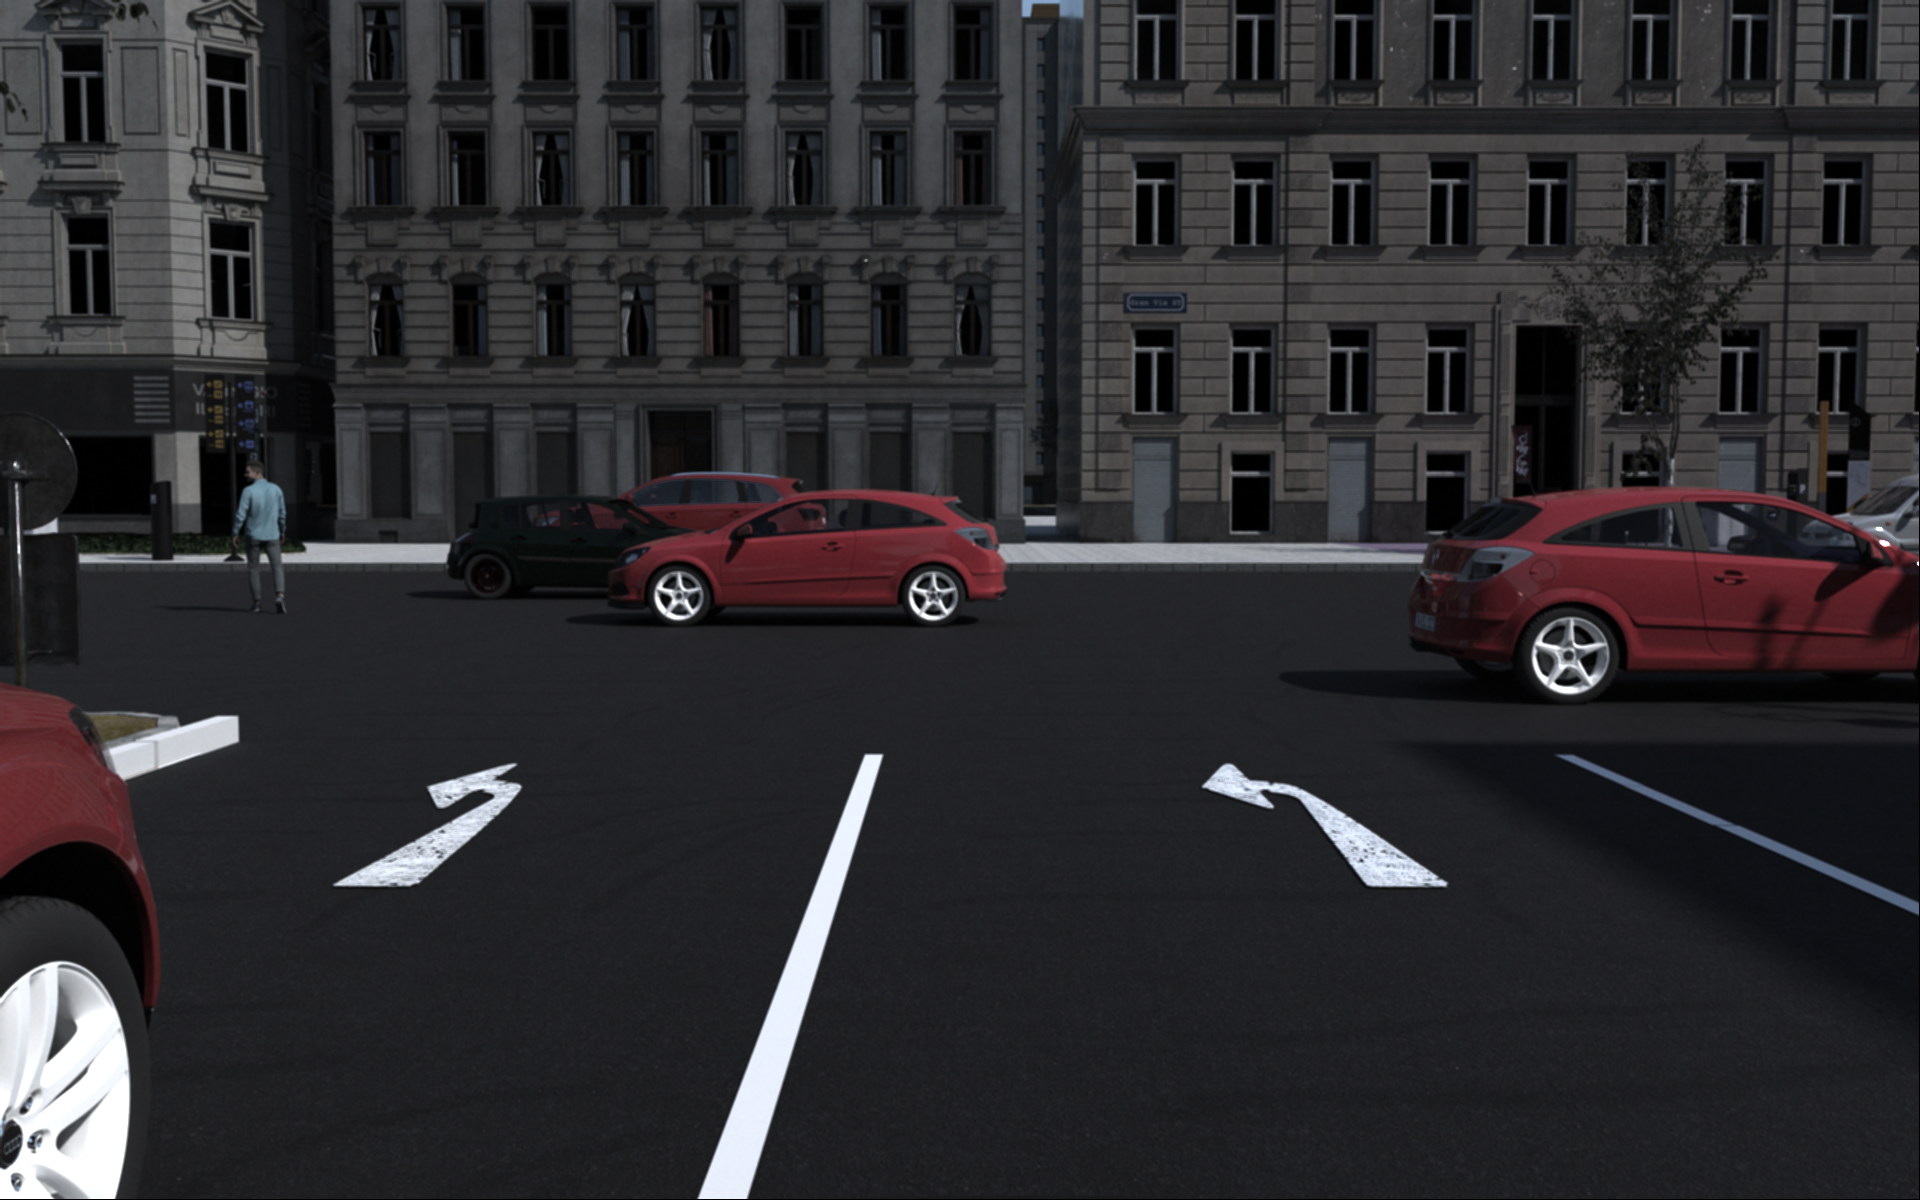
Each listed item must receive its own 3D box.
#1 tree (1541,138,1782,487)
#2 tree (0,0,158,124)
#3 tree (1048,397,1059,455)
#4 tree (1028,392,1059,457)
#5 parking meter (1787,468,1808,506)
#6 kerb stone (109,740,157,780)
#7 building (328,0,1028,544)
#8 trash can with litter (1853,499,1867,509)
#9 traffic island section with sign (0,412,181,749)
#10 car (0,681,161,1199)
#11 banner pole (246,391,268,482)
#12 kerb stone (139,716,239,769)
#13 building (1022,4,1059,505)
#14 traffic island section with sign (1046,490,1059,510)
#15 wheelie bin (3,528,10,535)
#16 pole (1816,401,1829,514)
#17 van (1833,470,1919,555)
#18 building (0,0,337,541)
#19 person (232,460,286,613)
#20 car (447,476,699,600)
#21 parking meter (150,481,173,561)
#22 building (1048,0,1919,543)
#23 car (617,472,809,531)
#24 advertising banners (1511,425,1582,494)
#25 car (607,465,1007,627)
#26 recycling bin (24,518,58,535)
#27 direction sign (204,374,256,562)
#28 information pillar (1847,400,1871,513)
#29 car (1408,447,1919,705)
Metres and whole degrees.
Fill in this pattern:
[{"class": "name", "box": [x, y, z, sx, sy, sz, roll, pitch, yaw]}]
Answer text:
[{"class": "tree", "box": [14.420, -5.216, 35.647, 4.360, 8.622, 3.978, 0, 3, 0]}, {"class": "tree", "box": [-5.294, -3.326, 7.199, 4.360, 8.622, 3.978, 0, 3, 0]}, {"class": "tree", "box": [10.994, -13.254, 142.462, 9.928, 11.665, 9.643, 0, 3, 0]}, {"class": "tree", "box": [11.575, -15.524, 164.182, 12.009, 13.543, 11.850, 0, 3, 0]}, {"class": "parking meter", "box": [18.972, -2.053, 39.278, 0.399, 1.863, 0.255, -2, 4, -28]}, {"class": "kerb stone", "box": [-4.243, 0.844, 8.489, 0.120, 0.150, 1.000, 0, 3, 0]}, {"class": "building", "box": [-7.225, -12.211, 48.806, 18.267, 20.994, 9.793, 0, 3, 0]}, {"class": "trash can with litter", "box": [19.617, -1.592, 37.410, 0.624, 1.170, 1.055, 2, 4, 32]}, {"class": "traffic island section with sign", "box": [-5.279, -0.061, 9.126, 2.006, 1.907, 1.989, 0, 3, 0]}, {"class": "car", "box": [-2.474, 0.462, 1.123, 2.281, 1.827, 5.304, 0, 4, 0]}, {"class": "banner pole", "box": [-17.066, -3.189, 42.152, 0.863, 3.779, 0.401, 2, 4, 24]}, {"class": "kerb stone", "box": [-4.231, 0.776, 9.514, 0.120, 0.150, 1.000, 0, 3, 0]}, {"class": "building", "box": [1.435, -41.008, 212.486, 28.212, 58.520, 21.231, 0, 3, 0]}, {"class": "traffic island section with sign", "box": [8.687, -8.886, 153.918, 1.989, 1.847, 2.006, 0, 3, 0]}, {"class": "wheelie bin", "box": [-22.815, -2.080, 41.917, 0.693, 1.594, 0.980, -3, 5, -42]}, {"class": "pole", "box": [18.974, -2.708, 38.118, 0.158, 3.312, 0.155, 0, 3, 0]}, {"class": "van", "box": [17.172, -1.462, 30.912, 4.112, 2.044, 2.013, 0, 4, -1]}, {"class": "building", "box": [-39.381, -16.841, 51.768, 44.131, 29.872, 17.030, 0, 3, 0]}, {"class": "person", "box": [-8.424, -0.765, 20.876, 0.638, 1.841, 0.748, -2, 4, -33]}, {"class": "car", "box": [-5.019, -0.883, 24.226, 4.222, 1.686, 2.009, 0, 4, 1]}, {"class": "parking meter", "box": [-15.457, -1.536, 33.530, 0.372, 1.533, 0.369, 0, 3, 0]}, {"class": "building", "box": [15.235, -15.451, 49.885, 25.104, 27.353, 12.463, 0, 3, 0]}, {"class": "car", "box": [-4.946, -1.348, 30.708, 5.304, 1.827, 2.281, 0, 4, 1]}, {"class": "advertising banners", "box": [14.909, -2.898, 43.578, 2.074, 3.025, 0.090, 2, 4, 30]}, {"class": "car", "box": [-1.720, -0.638, 19.471, 4.494, 1.783, 2.155, 0, 4, 1]}, {"class": "recycling bin", "box": [-21.742, -1.720, 40.683, 0.722, 1.027, 0.722, 1, 4, 18]}, {"class": "direction sign", "box": [-13.843, -2.503, 32.927, 0.876, 3.537, 0.379, -2, 4, -30]}, {"class": "information pillar", "box": [22.204, -3.149, 42.833, 0.504, 3.616, 0.183, 2, 4, 28]}, {"class": "car", "box": [5.580, -0.216, 12.575, 4.494, 1.783, 2.155, 0, 3, 0]}]
